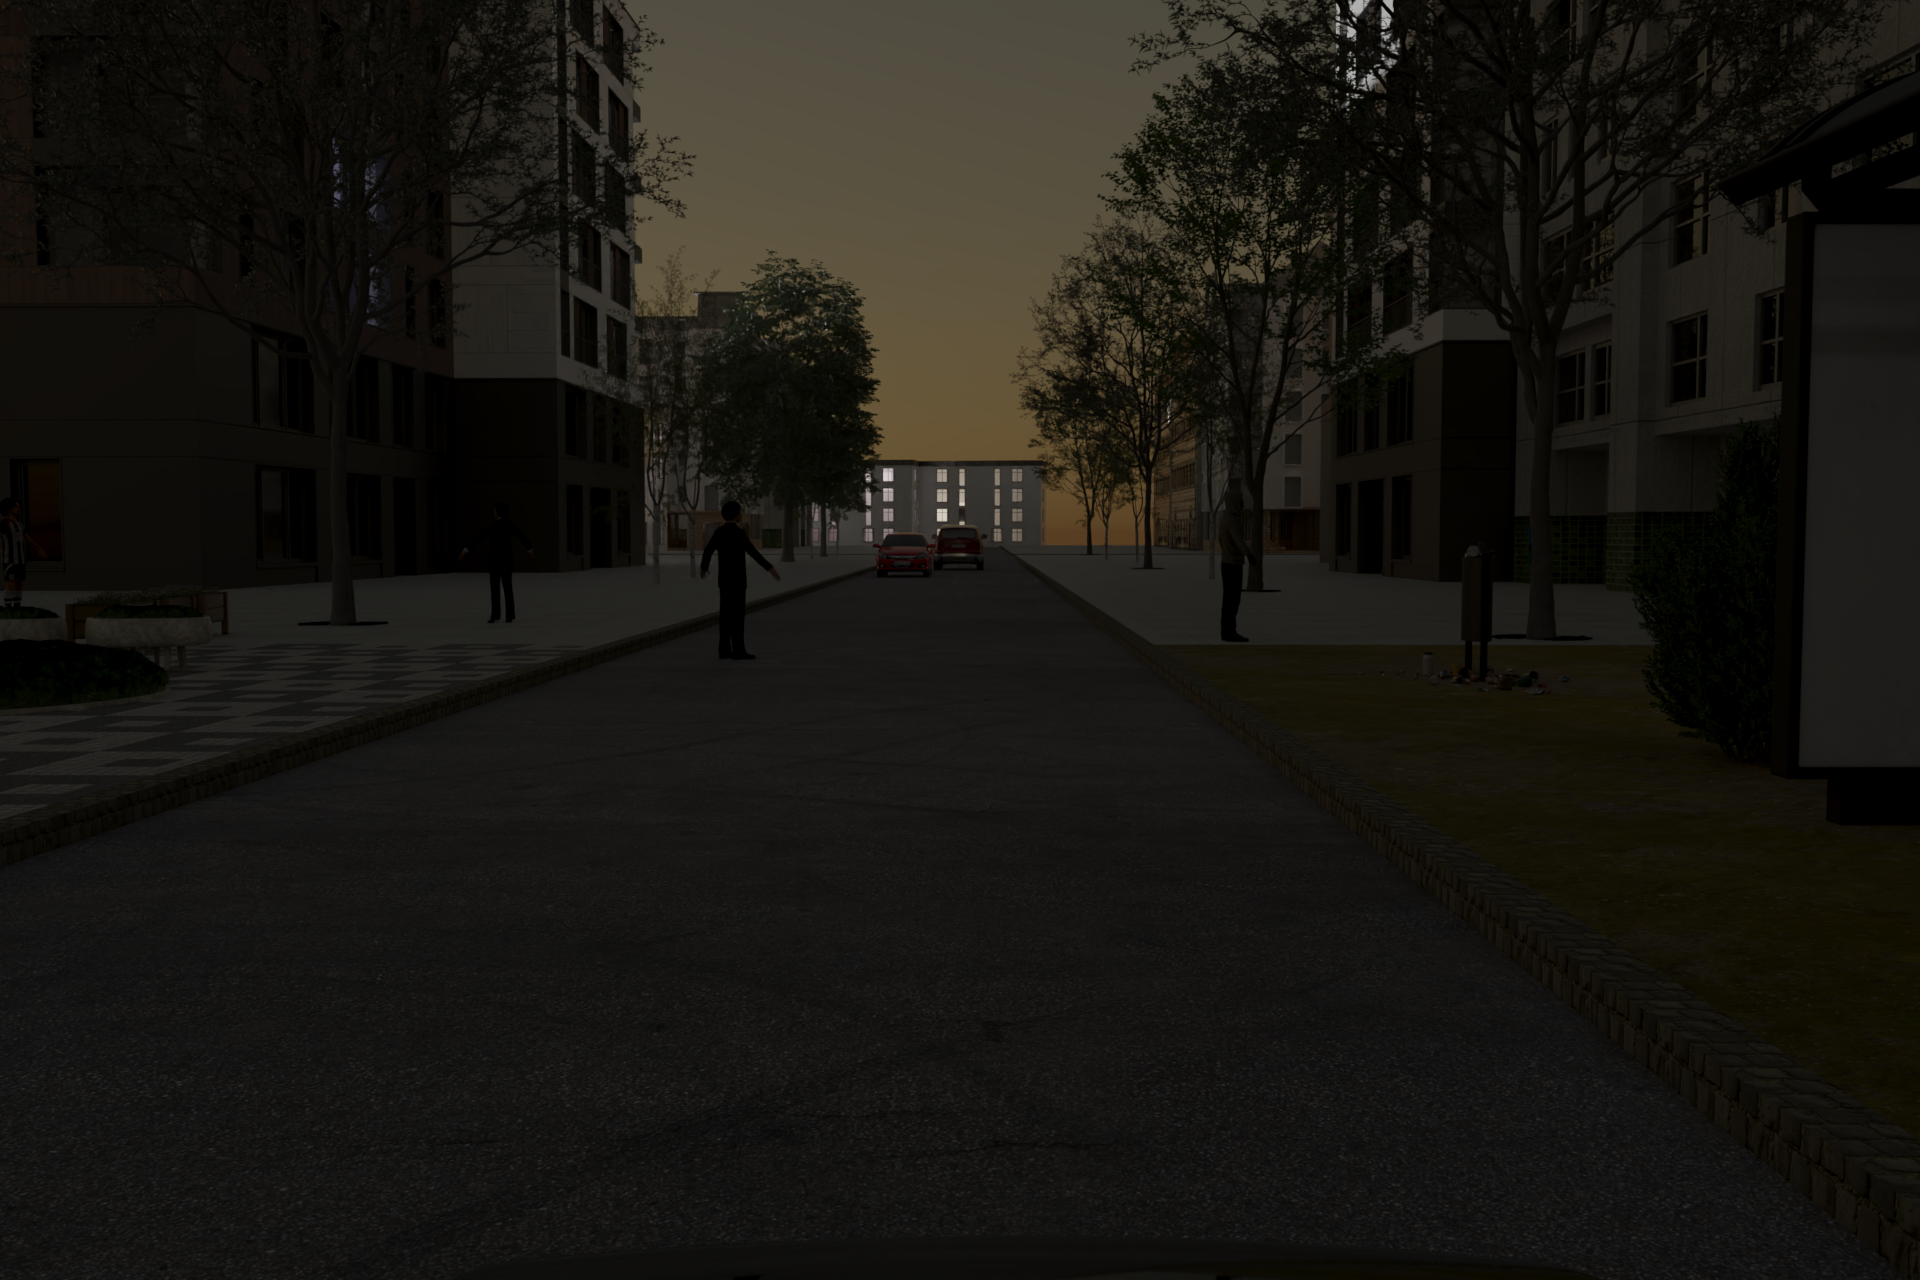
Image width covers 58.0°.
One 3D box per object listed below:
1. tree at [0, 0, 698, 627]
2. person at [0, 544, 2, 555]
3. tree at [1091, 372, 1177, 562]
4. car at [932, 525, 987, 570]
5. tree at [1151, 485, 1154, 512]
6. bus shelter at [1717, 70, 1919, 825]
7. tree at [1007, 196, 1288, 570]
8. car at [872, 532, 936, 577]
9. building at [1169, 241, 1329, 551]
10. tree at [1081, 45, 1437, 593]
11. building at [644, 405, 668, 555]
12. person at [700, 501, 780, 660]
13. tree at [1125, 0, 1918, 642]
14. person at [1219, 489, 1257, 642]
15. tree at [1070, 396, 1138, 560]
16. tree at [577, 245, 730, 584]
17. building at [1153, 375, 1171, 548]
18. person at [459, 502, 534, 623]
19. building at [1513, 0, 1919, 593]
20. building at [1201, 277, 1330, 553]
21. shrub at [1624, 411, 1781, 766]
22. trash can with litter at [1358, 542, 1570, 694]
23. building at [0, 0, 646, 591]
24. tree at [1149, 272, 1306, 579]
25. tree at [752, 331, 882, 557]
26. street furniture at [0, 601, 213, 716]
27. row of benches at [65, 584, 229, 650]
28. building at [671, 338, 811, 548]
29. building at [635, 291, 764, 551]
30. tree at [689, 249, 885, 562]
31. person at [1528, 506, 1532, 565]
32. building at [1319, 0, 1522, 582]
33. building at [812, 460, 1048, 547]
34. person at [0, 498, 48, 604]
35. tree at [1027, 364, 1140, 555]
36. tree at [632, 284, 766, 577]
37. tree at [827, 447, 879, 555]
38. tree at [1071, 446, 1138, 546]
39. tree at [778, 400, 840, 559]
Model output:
[{"bbox_3d":[-8.774,-6.958,24.136,12.009,13.543,11.850,0,3,0],"label":"tree"},{"bbox_3d":[-16.704,-1.439,29.797,0.705,1.796,1.348,-3,5,-43],"label":"person"},{"bbox_3d":[8.105,-7.820,78.227,4.360,8.622,3.978,0,3,0],"label":"tree"},{"bbox_3d":[-0.028,-3.778,70.451,2.281,1.827,5.304,0,4,1],"label":"car"},{"bbox_3d":[24.158,-15.044,196.331,4.360,8.622,3.978,0,3,0],"label":"tree"},{"bbox_3d":[4.419,-0.683,5.092,2.014,3.302,5.546,0,4,0],"label":"bus shelter"},{"bbox_3d":[6.831,-9.337,63.024,12.009,13.543,11.850,0,3,0],"label":"tree"},{"bbox_3d":[-1.877,-3.056,58.999,2.155,1.783,4.494,0,4,1],"label":"car"},{"bbox_3d":[27.190,-18.865,139.368,19.493,23.208,18.063,0,4,1],"label":"building"},{"bbox_3d":[6.529,-6.866,38.010,9.928,11.665,9.643,0,3,0],"label":"tree"},{"bbox_3d":[-24.685,-10.865,119.794,9.099,9.664,28.070,0,3,0],"label":"building"},{"bbox_3d":[-2.586,-0.686,19.857,1.347,1.806,0.705,3,5,42],"label":"person"},{"bbox_3d":[7.030,-6.757,20.855,12.009,13.543,11.850,0,3,0],"label":"tree"},{"bbox_3d":[3.286,-0.892,20.717,0.705,1.813,1.348,0,4,-4],"label":"person"},{"bbox_3d":[7.233,-8.279,85.717,4.360,8.622,3.978,0,3,0],"label":"tree"},{"bbox_3d":[-7.795,-5.739,44.190,4.360,8.622,3.978,0,3,0],"label":"tree"},{"bbox_3d":[29.070,-20.646,168.483,19.493,23.208,18.063,0,4,1],"label":"building"},{"bbox_3d":[-6.680,-1.121,25.054,0.721,1.740,1.216,3,5,44],"label":"person"},{"bbox_3d":[22.903,-9.978,29.598,16.747,18.905,31.486,0,4,1],"label":"building"},{"bbox_3d":[23.073,-16.596,127.764,16.016,20.090,11.380,0,4,0],"label":"building"},{"bbox_3d":[4.626,-0.328,9.790,1.690,2.028,1.600,0,3,0],"label":"shrub"},{"bbox_3d":[4.434,-0.233,14.868,1.678,1.210,2.233,0,4,2],"label":"trash can with litter"},{"bbox_3d":[-27.196,-12.890,54.720,27.936,21.610,32.646,0,4,1],"label":"building"},{"bbox_3d":[6.961,-6.032,48.979,4.360,8.622,3.978,0,3,0],"label":"tree"},{"bbox_3d":[-8.103,-10.960,97.321,7.486,12.596,7.792,0,3,0],"label":"tree"},{"bbox_3d":[-11.306,0.102,13.966,10.072,0.657,5.734,0,4,-3],"label":"street furniture"},{"bbox_3d":[-9.357,-0.281,20.064,1.422,0.672,4.104,-1,4,-8],"label":"row of benches"},{"bbox_3d":[-24.376,-18.678,171.840,16.747,18.905,31.486,0,3,0],"label":"building"},{"bbox_3d":[-22.104,-17.122,136.371,16.016,20.090,11.380,0,4,1],"label":"building"},{"bbox_3d":[-7.847,-10.561,79.324,9.857,13.997,8.962,0,3,0],"label":"tree"},{"bbox_3d":[9.106,-1.287,27.176,0.704,1.817,1.347,1,4,20],"label":"person"},{"bbox_3d":[26.757,-13.318,61.722,27.936,21.610,32.646,0,4,0],"label":"building"},{"bbox_3d":[-4.566,-15.381,196.083,28.070,9.664,9.099,1,4,9],"label":"building"},{"bbox_3d":[-14.232,-1.220,26.091,0.704,1.843,1.345,0,4,3],"label":"person"},{"bbox_3d":[7.933,-10.987,105.399,9.928,11.665,9.643,0,3,0],"label":"tree"},{"bbox_3d":[-8.048,-6.177,51.359,4.360,8.622,3.978,0,3,0],"label":"tree"},{"bbox_3d":[-7.627,-9.442,104.732,4.360,8.622,3.978,0,3,0],"label":"tree"},{"bbox_3d":[15.965,-16.173,190.178,9.928,11.665,9.643,0,3,0],"label":"tree"},{"bbox_3d":[-7.646,-8.490,89.172,4.737,8.622,4.395,0,3,0],"label":"tree"}]
